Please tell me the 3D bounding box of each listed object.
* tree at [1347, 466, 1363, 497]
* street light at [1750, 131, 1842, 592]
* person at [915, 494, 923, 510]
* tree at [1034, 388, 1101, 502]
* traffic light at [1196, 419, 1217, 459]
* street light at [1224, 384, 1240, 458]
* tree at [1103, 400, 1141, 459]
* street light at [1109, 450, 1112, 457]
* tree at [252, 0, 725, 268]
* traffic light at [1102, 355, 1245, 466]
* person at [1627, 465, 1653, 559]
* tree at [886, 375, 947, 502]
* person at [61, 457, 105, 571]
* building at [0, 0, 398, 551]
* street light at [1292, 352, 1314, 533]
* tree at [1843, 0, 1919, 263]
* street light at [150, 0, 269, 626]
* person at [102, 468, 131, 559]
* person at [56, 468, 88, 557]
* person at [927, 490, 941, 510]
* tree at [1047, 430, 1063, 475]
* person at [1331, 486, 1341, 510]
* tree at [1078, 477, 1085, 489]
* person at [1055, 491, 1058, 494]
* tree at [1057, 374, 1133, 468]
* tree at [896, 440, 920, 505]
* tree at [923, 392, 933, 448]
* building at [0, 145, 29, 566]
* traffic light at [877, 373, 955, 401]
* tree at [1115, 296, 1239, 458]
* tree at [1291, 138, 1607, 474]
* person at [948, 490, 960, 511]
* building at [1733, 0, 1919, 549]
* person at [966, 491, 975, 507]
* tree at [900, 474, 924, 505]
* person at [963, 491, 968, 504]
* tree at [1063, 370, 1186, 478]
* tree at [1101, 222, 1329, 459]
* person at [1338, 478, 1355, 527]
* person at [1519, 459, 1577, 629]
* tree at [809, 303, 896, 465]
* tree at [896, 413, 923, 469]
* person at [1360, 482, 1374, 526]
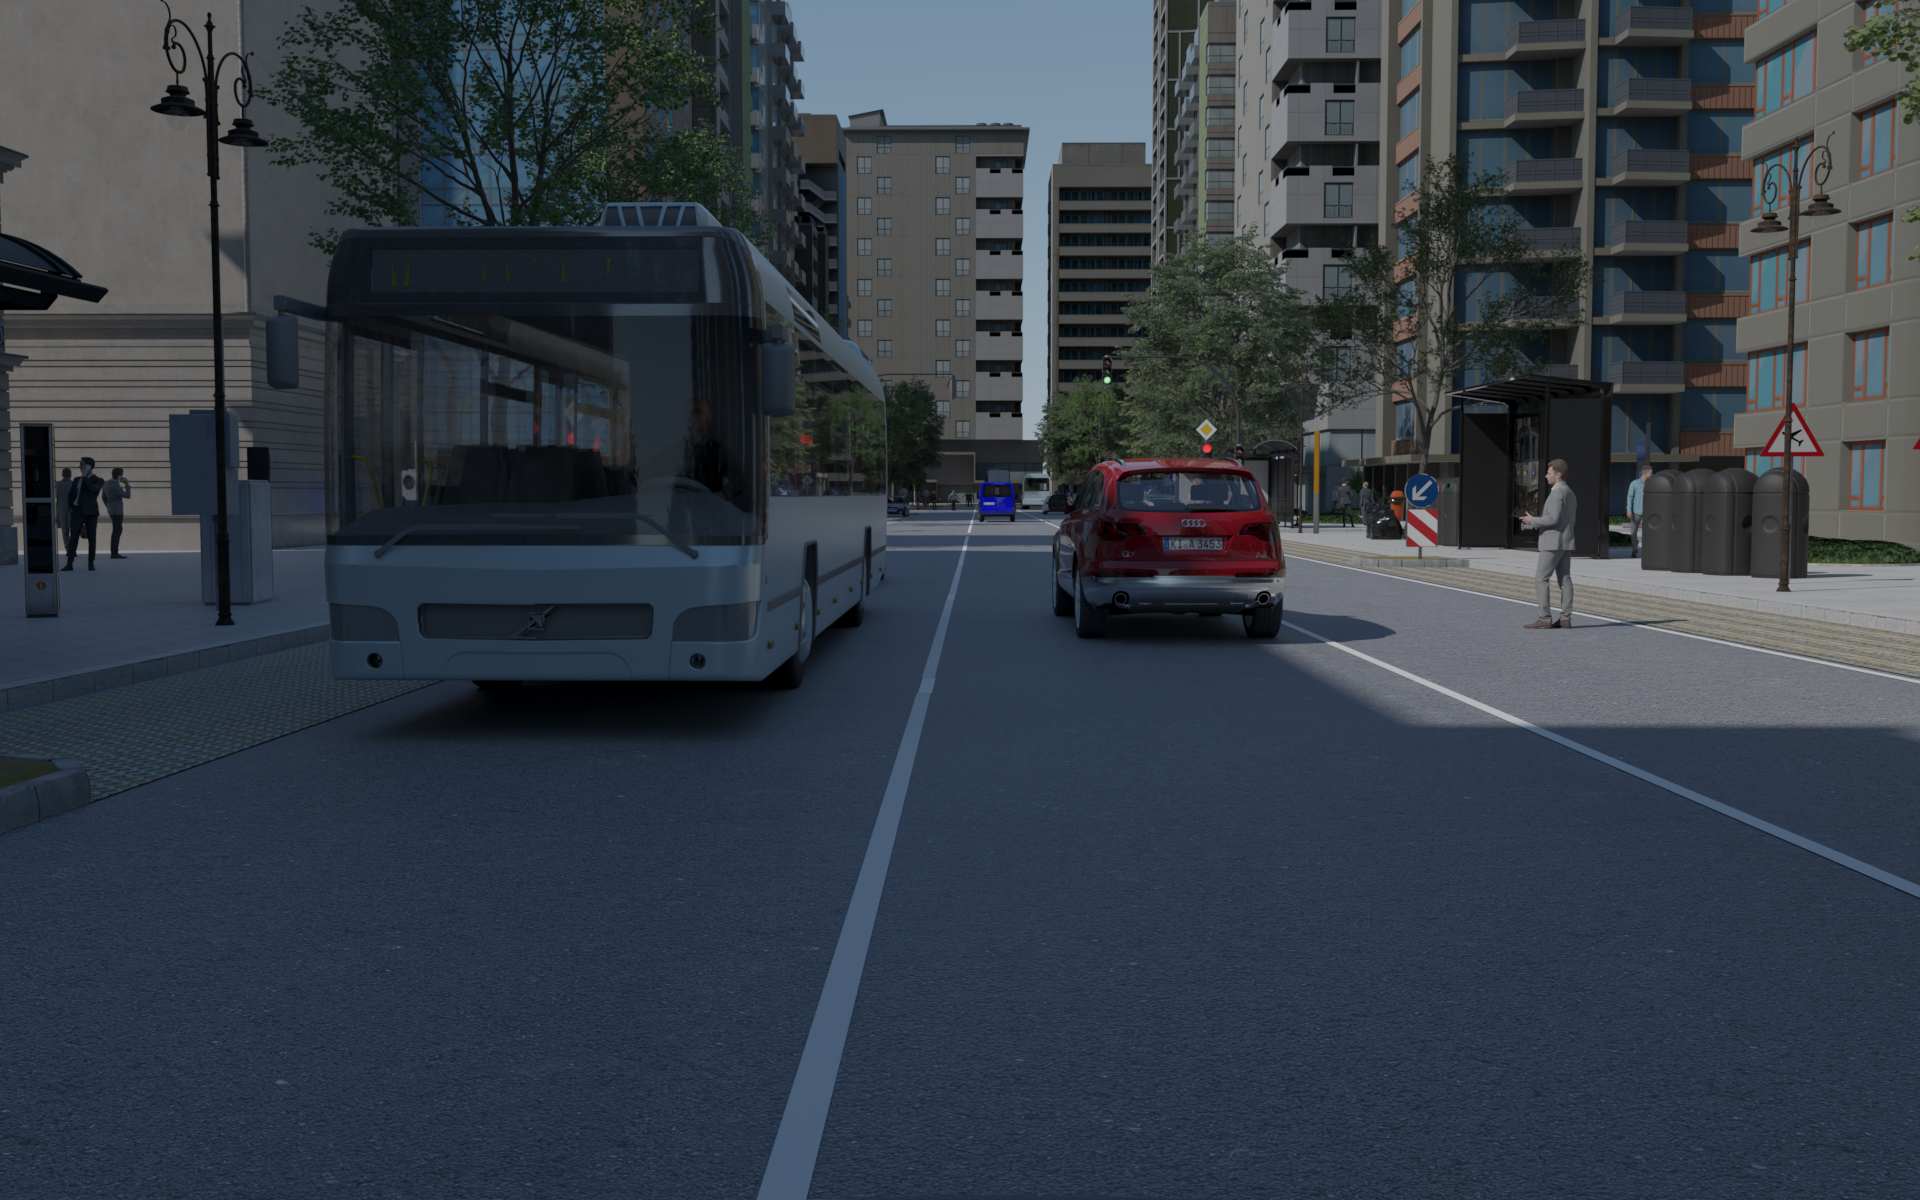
[{"bbox_3d":[25.711,-7.133,111.224,1.663,3.219,1.824,0,3,0],"label":"tree"},{"bbox_3d":[10.821,-3.045,22.578,0.468,5.910,1.993,0,4,1],"label":"street light"},{"bbox_3d":[-3.644,-8.605,152.408,0.599,1.433,0.991,-3,5,-42],"label":"person"},{"bbox_3d":[13.420,-18.411,207.670,9.857,13.997,8.962,0,3,0],"label":"tree"},{"bbox_3d":[9.210,-4.653,64.994,0.839,4.253,0.868,0,4,1],"label":"traffic light"},{"bbox_3d":[11.347,-6.095,72.449,0.468,5.910,1.993,0,4,1],"label":"street light"},{"bbox_3d":[13.196,-11.338,135.743,4.737,8.622,4.395,0,3,0],"label":"tree"},{"bbox_3d":[12.118,-10.212,139.761,0.468,5.910,1.993,0,4,1],"label":"street light"},{"bbox_3d":[-7.131,-6.191,26.979,9.928,11.665,9.643,0,3,0],"label":"tree"},{"bbox_3d":[7.026,-5.029,56.891,4.771,5.953,1.251,0,4,1],"label":"traffic light"},{"bbox_3d":[13.482,-1.727,34.144,0.638,1.841,0.748,1,4,21],"label":"person"},{"bbox_3d":[-5.843,-17.140,186.900,9.857,13.997,8.962,0,3,0],"label":"tree"},{"bbox_3d":[-14.676,-1.443,28.990,0.648,1.900,0.474,0,4,-5],"label":"person"},{"bbox_3d":[-25.687,-12.688,43.602,21.152,22.565,11.583,0,4,1],"label":"building"},{"bbox_3d":[11.164,-5.127,56.622,0.468,5.910,1.993,0,4,1],"label":"street light"},{"bbox_3d":[11.425,-5.892,14.456,7.486,12.596,7.792,0,3,0],"label":"tree"},{"bbox_3d":[-7.199,-2.691,16.787,0.468,5.910,1.993,0,4,1],"label":"street light"},{"bbox_3d":[-16.770,-1.727,34.460,0.473,1.802,0.592,-3,4,-37],"label":"person"},{"bbox_3d":[-18.243,-1.797,35.521,0.694,1.812,0.767,-1,4,-14],"label":"person"},{"bbox_3d":[-2.281,-8.772,152.444,1.217,1.766,0.721,1,4,17],"label":"person"},{"bbox_3d":[13.044,-14.958,178.976,8.767,10.594,7.601,-2,4,-24],"label":"tree"},{"bbox_3d":[23.830,-6.323,109.914,0.515,1.767,0.782,-1,4,-12],"label":"person"},{"bbox_3d":[12.708,-10.796,171.108,1.663,3.219,1.824,0,3,0],"label":"tree"},{"bbox_3d":[9.502,-9.863,170.423,0.621,1.740,0.551,3,5,41],"label":"person"},{"bbox_3d":[12.097,-13.706,149.844,9.928,11.665,9.643,0,3,0],"label":"tree"},{"bbox_3d":[-5.402,-15.198,198.843,4.360,8.622,3.978,0,3,0],"label":"tree"},{"bbox_3d":[-6.419,-13.910,153.178,9.928,11.665,9.643,0,3,0],"label":"tree"},{"bbox_3d":[-22.520,-11.921,14.000,14.460,24.649,34.723,0,4,1],"label":"building"},{"bbox_3d":[-2.558,-5.534,65.147,4.771,5.953,1.251,0,4,1],"label":"traffic light"},{"bbox_3d":[12.882,-11.076,99.211,7.486,12.596,7.792,0,3,0],"label":"tree"},{"bbox_3d":[12.456,-6.828,46.048,8.767,10.594,7.601,-2,4,-31],"label":"tree"},{"bbox_3d":[-0.546,-8.630,149.588,1.348,1.826,0.705,-3,5,-44],"label":"person"},{"bbox_3d":[34.131,-11.359,30.761,27.650,21.520,28.899,0,4,1],"label":"building"},{"bbox_3d":[1.118,-10.976,188.515,0.990,1.755,0.434,-1,4,-8],"label":"person"},{"bbox_3d":[-5.628,-13.680,207.374,4.285,4.588,4.351,0,3,0],"label":"tree"},{"bbox_3d":[0.861,-12.145,207.584,1.217,1.766,0.721,-1,4,-14],"label":"person"},{"bbox_3d":[13.325,-11.614,124.302,7.601,10.594,8.767,-3,4,-39],"label":"tree"},{"bbox_3d":[12.159,-10.640,80.619,9.857,13.997,8.962,0,3,0],"label":"tree"},{"bbox_3d":[14.926,-3.761,66.898,0.648,1.900,0.474,1,4,23],"label":"person"},{"bbox_3d":[6.300,-0.601,18.523,0.583,1.804,0.606,2,4,34],"label":"person"},{"bbox_3d":[-7.523,-8.733,77.201,7.601,10.594,8.767,-1,4,-13],"label":"tree"},{"bbox_3d":[-6.998,-12.591,140.283,8.767,10.594,7.601,-2,4,-28],"label":"tree"},{"bbox_3d":[16.513,-3.905,70.307,0.576,1.772,0.534,-1,4,-17],"label":"person"}]
